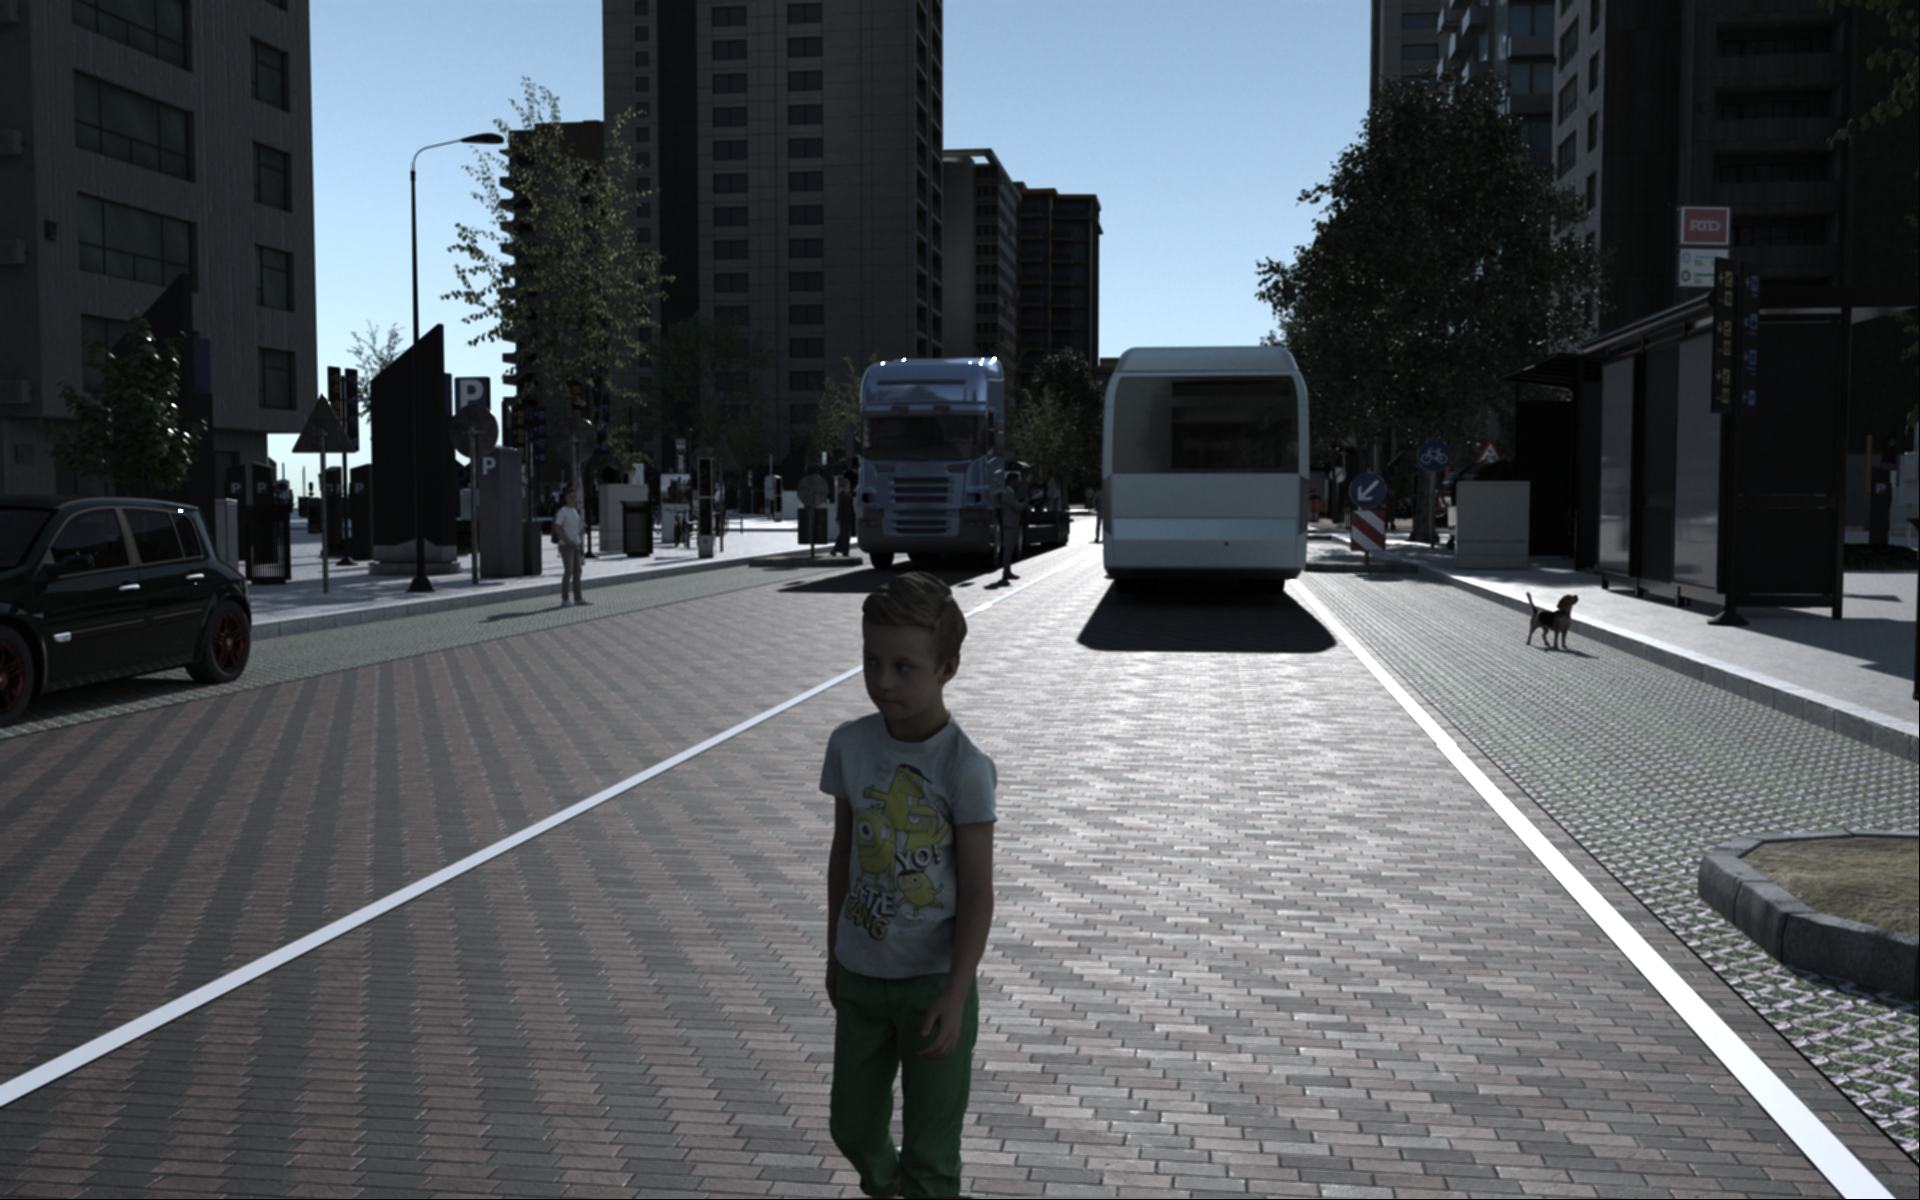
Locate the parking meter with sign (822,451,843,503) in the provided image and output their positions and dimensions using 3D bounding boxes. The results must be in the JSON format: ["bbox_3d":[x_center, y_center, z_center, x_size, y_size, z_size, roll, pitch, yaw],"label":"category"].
[{"bbox_3d":[-4.765,-4.591,71.318,1.738,3.016,0.543,-2,4,-26],"label":"parking meter with sign"}]

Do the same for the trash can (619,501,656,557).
[{"bbox_3d":[-6.601,-1.458,35.492,0.748,1.137,0.748,0,3,0],"label":"trash can"}]

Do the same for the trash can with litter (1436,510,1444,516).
[{"bbox_3d":[28.117,-5.531,101.489,2.233,1.210,1.678,-1,4,-21],"label":"trash can with litter"}]

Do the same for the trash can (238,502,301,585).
[{"bbox_3d":[-9.841,-0.793,24.615,0.748,1.137,0.748,0,3,0],"label":"trash can"}]

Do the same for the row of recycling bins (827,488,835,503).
[{"bbox_3d":[-8.236,-6.944,120.641,3.534,1.692,1.069,2,4,33],"label":"row of recycling bins"}]

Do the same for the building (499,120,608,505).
[{"bbox_3d":[-44.671,-33.929,204.855,14.200,45.320,14.600,1,4,8],"label":"building"}]

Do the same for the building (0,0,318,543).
[{"bbox_3d":[-24.339,-16.526,41.904,14.107,30.474,14.160,1,4,8],"label":"building"}]

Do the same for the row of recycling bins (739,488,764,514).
[{"bbox_3d":[-12.704,-6.497,113.331,3.534,1.692,1.069,-1,4,-19],"label":"row of recycling bins"}]

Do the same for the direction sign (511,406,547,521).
[{"bbox_3d":[-11.168,-3.238,44.933,0.876,3.537,0.379,-1,4,-23],"label":"direction sign"}]

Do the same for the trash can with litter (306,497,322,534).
[{"bbox_3d":[-21.038,-2.766,56.618,0.624,1.170,1.055,-1,4,-17],"label":"trash can with litter"}]

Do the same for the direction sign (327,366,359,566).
[{"bbox_3d":[-11.068,-2.395,31.158,0.379,3.537,0.876,1,4,14],"label":"direction sign"}]

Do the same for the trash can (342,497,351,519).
[{"bbox_3d":[-30.941,-4.643,87.573,0.748,1.137,0.748,0,3,0],"label":"trash can"}]

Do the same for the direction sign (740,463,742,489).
[{"bbox_3d":[-16.219,-8.341,128.379,0.379,3.537,0.876,-1,4,-18],"label":"direction sign"}]

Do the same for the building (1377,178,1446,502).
[{"bbox_3d":[44.473,-23.134,149.946,14.160,30.474,14.107,1,4,8],"label":"building"}]

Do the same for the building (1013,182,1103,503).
[{"bbox_3d":[5.341,-36.168,245.974,28.867,44.769,22.147,1,4,8],"label":"building"}]

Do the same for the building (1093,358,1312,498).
[{"bbox_3d":[34.231,-24.442,244.662,28.899,21.520,27.650,1,4,8],"label":"building"}]

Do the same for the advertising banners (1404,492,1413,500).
[{"bbox_3d":[32.619,-7.843,124.422,2.074,3.025,0.090,-2,4,-30],"label":"advertising banners"}]

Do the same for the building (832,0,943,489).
[{"bbox_3d":[-10.096,-43.609,151.253,20.563,71.187,20.611,1,4,8],"label":"building"}]

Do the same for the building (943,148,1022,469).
[{"bbox_3d":[-6.049,-30.508,190.684,23.993,40.220,32.217,1,4,8],"label":"building"}]

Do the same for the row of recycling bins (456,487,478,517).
[{"bbox_3d":[-28.229,-5.421,95.743,3.534,1.692,1.069,0,4,2],"label":"row of recycling bins"}]

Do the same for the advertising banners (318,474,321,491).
[{"bbox_3d":[-53.950,-9.314,148.475,2.074,3.025,0.090,0,4,-3],"label":"advertising banners"}]

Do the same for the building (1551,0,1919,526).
[{"bbox_3d":[34.242,-18.585,75.560,14.107,30.474,14.160,1,4,8],"label":"building"}]

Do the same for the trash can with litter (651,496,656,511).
[{"bbox_3d":[-22.664,-7.025,126.239,1.055,1.170,0.624,0,4,7],"label":"trash can with litter"}]

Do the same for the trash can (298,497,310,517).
[{"bbox_3d":[-36.268,-5.146,95.793,0.748,1.137,0.748,0,3,0],"label":"trash can"}]

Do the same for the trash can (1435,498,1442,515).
[{"bbox_3d":[28.826,-5.676,104.459,0.748,1.137,0.748,0,3,0],"label":"trash can"}]

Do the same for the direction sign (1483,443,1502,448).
[{"bbox_3d":[23.703,-5.207,77.124,0.876,3.537,0.379,1,4,17],"label":"direction sign"}]

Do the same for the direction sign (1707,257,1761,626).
[{"bbox_3d":[7.550,-1.524,16.915,0.876,3.537,0.379,-3,5,-40],"label":"direction sign"}]

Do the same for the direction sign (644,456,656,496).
[{"bbox_3d":[-18.552,-6.749,102.337,0.876,3.537,0.379,-1,4,-15],"label":"direction sign"}]

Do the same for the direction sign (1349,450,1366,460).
[{"bbox_3d":[20.398,-5.927,88.896,0.876,3.537,0.379,1,4,16],"label":"direction sign"}]

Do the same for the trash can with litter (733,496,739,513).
[{"bbox_3d":[-14.807,-6.641,119.634,2.233,1.210,1.678,-2,4,-26],"label":"trash can with litter"}]

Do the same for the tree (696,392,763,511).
[{"bbox_3d":[-17.440,-10.669,124.807,4.737,8.622,4.395,0,3,0],"label":"tree"}]

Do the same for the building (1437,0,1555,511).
[{"bbox_3d":[44.807,-30.478,117.920,23.786,49.044,30.456,1,4,8],"label":"building"}]

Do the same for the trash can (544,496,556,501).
[{"bbox_3d":[-26.555,-6.153,112.257,0.748,1.137,0.748,0,3,0],"label":"trash can"}]

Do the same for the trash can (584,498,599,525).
[{"bbox_3d":[-15.300,-3.691,72.005,0.748,1.137,0.748,0,3,0],"label":"trash can"}]

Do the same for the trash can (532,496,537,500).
[{"bbox_3d":[-27.609,-6.116,111.643,0.748,1.137,0.748,0,3,0],"label":"trash can"}]

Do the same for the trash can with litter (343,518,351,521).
[{"bbox_3d":[-29.329,-4.356,82.276,2.233,1.210,1.678,0,4,4],"label":"trash can with litter"}]

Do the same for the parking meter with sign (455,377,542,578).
[{"bbox_3d":[-7.051,-1.860,26.675,0.543,3.016,1.738,1,4,15],"label":"parking meter with sign"}]

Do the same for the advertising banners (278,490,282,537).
[{"bbox_3d":[-21.086,-3.380,51.454,0.090,3.025,2.074,2,4,34],"label":"advertising banners"}]

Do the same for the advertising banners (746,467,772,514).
[{"bbox_3d":[-12.622,-6.979,110.300,2.074,3.025,0.090,0,4,4],"label":"advertising banners"}]

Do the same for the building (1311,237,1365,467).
[{"bbox_3d":[60.862,-33.720,243.203,23.993,40.220,32.217,1,4,8],"label":"building"}]

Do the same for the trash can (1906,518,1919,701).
[{"bbox_3d":[5.964,0.090,10.179,0.748,1.137,0.748,0,3,0],"label":"trash can"}]

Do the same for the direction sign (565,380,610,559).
[{"bbox_3d":[-7.407,-2.601,34.526,0.876,3.537,0.379,0,4,0],"label":"direction sign"}]

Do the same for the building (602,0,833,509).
[{"bbox_3d":[-27.342,-46.487,198.312,20.611,71.187,20.563,1,4,8],"label":"building"}]

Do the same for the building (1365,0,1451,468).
[{"bbox_3d":[53.944,-39.223,183.299,21.231,58.520,28.212,1,4,8],"label":"building"}]

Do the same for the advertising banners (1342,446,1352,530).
[{"bbox_3d":[13.979,-4.060,62.572,0.090,3.025,2.074,0,4,5],"label":"advertising banners"}]
